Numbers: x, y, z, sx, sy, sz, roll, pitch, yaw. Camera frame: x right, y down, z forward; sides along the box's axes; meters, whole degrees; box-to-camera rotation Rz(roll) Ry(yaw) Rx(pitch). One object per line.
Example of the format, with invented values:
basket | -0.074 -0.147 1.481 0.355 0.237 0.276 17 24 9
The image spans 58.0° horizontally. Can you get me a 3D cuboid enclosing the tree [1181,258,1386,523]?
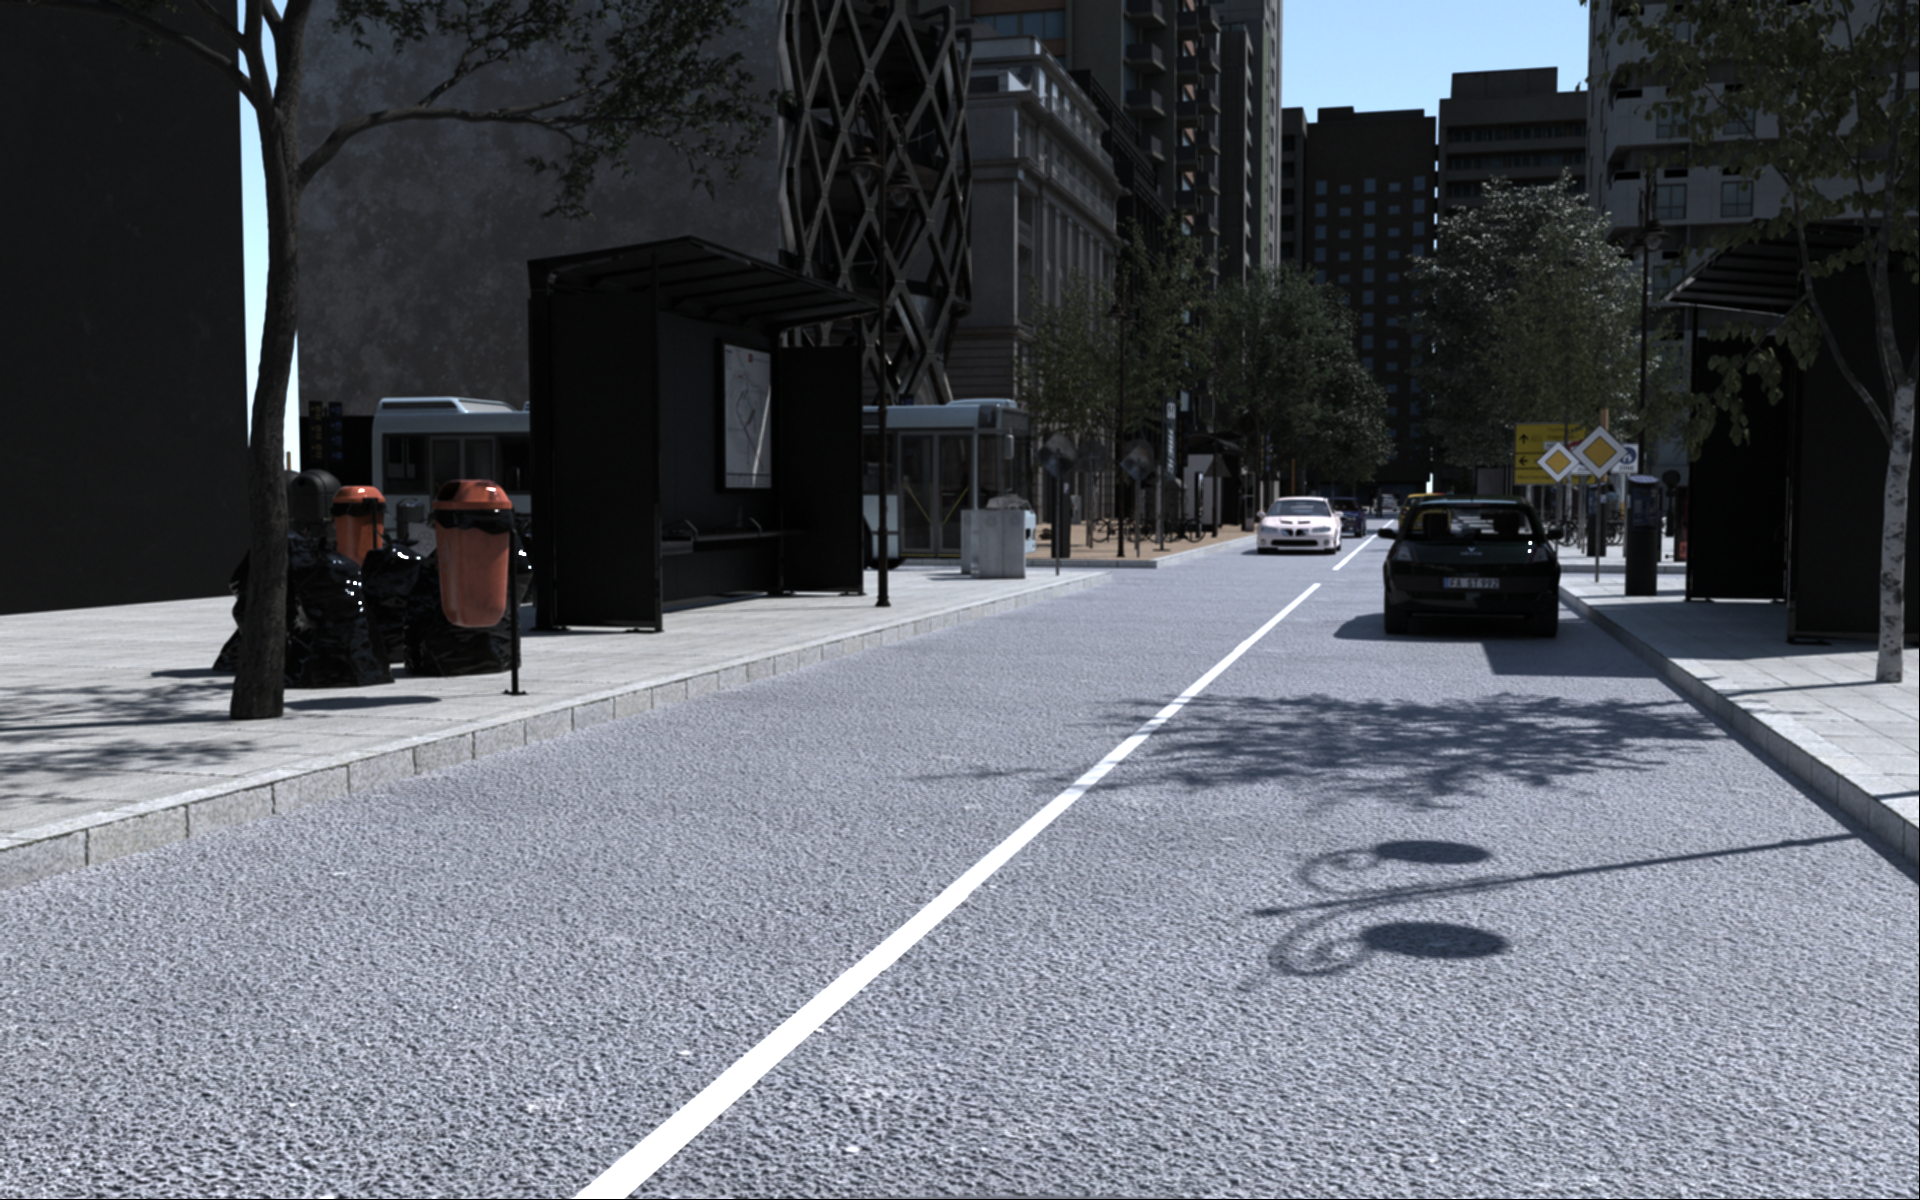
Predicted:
tree | 13.313 -9.246 76.922 9.928 11.665 9.643 0 3 0

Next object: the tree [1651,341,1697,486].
tree | 34.497 -7.977 80.788 4.360 8.622 3.978 0 3 0

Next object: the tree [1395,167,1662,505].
tree | 22.008 -9.825 67.293 9.857 13.997 8.962 0 3 0

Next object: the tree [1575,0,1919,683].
tree | 6.389 -3.759 11.823 4.737 8.622 4.395 0 3 0

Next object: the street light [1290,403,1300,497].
street light | 16.271 -6.801 83.985 0.468 5.910 1.993 1 4 15

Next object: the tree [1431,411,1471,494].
tree | 41.657 -13.250 142.396 9.928 11.665 9.643 0 3 0

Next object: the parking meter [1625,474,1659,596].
parking meter | 8.620 -0.824 21.886 0.372 1.533 0.369 0 3 0

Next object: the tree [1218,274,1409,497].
tree | 17.988 -10.599 90.300 9.611 12.733 9.660 0 3 0

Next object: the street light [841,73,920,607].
street light | -0.879 -2.863 19.604 0.468 5.910 1.993 1 4 15

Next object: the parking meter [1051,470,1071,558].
parking meter | 2.024 -1.772 34.685 0.255 1.863 0.399 2 4 33

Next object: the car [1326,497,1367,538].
car | 12.690 -2.784 58.092 1.945 1.354 3.894 1 4 16

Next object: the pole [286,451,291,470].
pole | -32.082 -5.443 82.830 0.158 3.312 0.155 0 3 0

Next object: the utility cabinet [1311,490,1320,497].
utility cabinet | 21.859 -6.031 107.285 0.318 1.500 1.173 3 5 41

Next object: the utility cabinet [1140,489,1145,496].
utility cabinet | 8.418 -4.221 77.691 0.318 1.500 1.173 3 5 44

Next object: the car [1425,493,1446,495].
car | 24.607 -4.944 89.870 2.155 1.783 4.494 1 4 15

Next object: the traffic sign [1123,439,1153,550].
traffic sign | 4.079 -2.440 39.994 0.768 2.556 0.104 2 4 25

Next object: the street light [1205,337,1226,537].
street light | 7.542 -4.798 51.234 0.468 5.910 1.993 1 4 15

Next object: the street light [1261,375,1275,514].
street light | 11.935 -5.778 67.255 0.468 5.910 1.993 1 4 15

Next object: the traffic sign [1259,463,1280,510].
traffic sign | 12.608 -4.320 70.629 0.884 2.594 0.081 2 4 23

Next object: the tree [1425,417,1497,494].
tree | 44.431 -13.338 152.495 7.601 10.594 8.767 3 4 37

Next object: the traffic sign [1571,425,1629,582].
traffic sign | 9.256 -1.313 25.118 0.795 2.450 0.064 1 4 15

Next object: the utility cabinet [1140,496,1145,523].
utility cabinet | 8.376 -3.979 76.210 1.020 1.237 0.306 -1 4 -21

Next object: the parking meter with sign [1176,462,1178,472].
parking meter with sign | 12.243 -5.976 93.969 0.543 3.016 1.738 2 4 25

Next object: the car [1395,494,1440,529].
car | 15.767 -2.966 58.721 2.015 1.641 3.980 1 4 15

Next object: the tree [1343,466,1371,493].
tree | 41.510 -12.158 182.498 4.285 4.588 4.351 0 3 0

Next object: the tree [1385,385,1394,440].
tree | 28.230 -12.413 128.700 9.928 11.665 9.643 0 3 0

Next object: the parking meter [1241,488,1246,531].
parking meter | 9.962 -3.163 60.126 0.372 1.533 0.369 0 3 0

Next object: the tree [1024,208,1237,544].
tree | 4.880 -5.750 44.368 4.737 8.622 4.395 0 3 0

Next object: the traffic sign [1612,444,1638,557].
traffic sign | 13.466 -2.012 35.033 0.606 2.300 0.079 1 4 15

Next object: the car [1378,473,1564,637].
car | 5.568 -0.558 18.914 2.009 1.686 4.222 1 4 16

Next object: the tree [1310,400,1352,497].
tree | 25.611 -10.329 119.236 4.360 8.622 3.978 0 3 0

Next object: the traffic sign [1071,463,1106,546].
traffic sign | 3.127 -2.589 42.338 0.884 2.594 0.081 2 4 24

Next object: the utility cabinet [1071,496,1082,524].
utility cabinet | 4.739 -3.796 73.227 0.306 1.237 1.020 3 4 38

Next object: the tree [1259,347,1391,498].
tree | 21.911 -11.602 107.813 7.486 12.596 7.792 0 3 0

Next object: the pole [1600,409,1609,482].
pole | 15.396 -2.914 41.488 0.158 3.312 0.155 0 3 0

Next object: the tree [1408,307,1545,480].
tree | 31.605 -11.492 104.901 9.611 12.733 9.660 0 3 0

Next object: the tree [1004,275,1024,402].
tree | 3.227 -6.401 55.015 4.737 8.622 4.395 0 3 0

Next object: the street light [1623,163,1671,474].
street light | 9.699 -3.168 24.589 0.468 5.910 1.993 1 4 15

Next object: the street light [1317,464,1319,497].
street light | 20.659 -7.781 100.007 0.468 5.910 1.993 1 4 15

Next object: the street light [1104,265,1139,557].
street light | 3.283 -3.816 35.176 0.468 5.910 1.993 1 4 15

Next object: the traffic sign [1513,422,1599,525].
traffic sign | 16.873 -3.379 49.117 2.265 3.308 0.079 1 4 23

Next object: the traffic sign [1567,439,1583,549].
traffic sign | 14.486 -2.467 40.440 0.768 2.556 0.104 1 4 17

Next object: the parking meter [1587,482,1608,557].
parking meter | 13.076 -1.660 35.545 0.372 1.533 0.369 0 3 0

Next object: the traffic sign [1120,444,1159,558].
traffic sign | 3.601 -1.912 34.911 0.795 2.450 0.064 1 4 15

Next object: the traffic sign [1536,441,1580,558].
traffic sign | 11.320 -1.785 32.832 0.795 2.450 0.064 1 4 15

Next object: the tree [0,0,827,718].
tree | -3.700 -4.603 9.676 7.601 10.594 8.767 -1 4 -10

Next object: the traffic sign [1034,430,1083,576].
traffic sign | 1.538 -1.441 27.196 0.795 2.450 0.064 1 4 15

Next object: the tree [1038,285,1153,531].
tree | 4.703 -6.733 60.447 4.360 8.622 3.978 0 3 0

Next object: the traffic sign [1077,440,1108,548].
traffic sign | 3.100 -2.494 40.887 0.768 2.556 0.104 1 4 21

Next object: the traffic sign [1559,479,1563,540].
traffic sign | 16.884 -2.970 48.662 0.768 2.556 0.104 2 4 24

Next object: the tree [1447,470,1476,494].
tree | 35.228 -7.722 120.852 1.663 3.219 1.824 0 3 0

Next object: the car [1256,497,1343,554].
car | 8.412 -1.858 42.740 2.083 1.381 4.827 1 4 15

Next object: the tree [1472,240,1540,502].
tree | 16.282 -5.815 45.437 4.737 8.622 4.395 0 3 0

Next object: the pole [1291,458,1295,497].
pole | 19.004 -6.422 98.839 0.158 3.312 0.155 0 3 0

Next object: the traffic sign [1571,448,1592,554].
traffic sign | 13.416 -2.146 37.220 0.606 2.300 0.079 1 4 22

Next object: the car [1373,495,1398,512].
car | 35.159 -8.002 143.187 2.083 1.381 4.827 1 4 13

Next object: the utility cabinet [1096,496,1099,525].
utility cabinet | 5.620 -3.722 72.013 0.306 1.237 1.020 0 4 4

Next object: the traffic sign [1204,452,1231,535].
traffic sign | 7.973 -3.286 53.723 0.884 2.594 0.081 2 4 25
